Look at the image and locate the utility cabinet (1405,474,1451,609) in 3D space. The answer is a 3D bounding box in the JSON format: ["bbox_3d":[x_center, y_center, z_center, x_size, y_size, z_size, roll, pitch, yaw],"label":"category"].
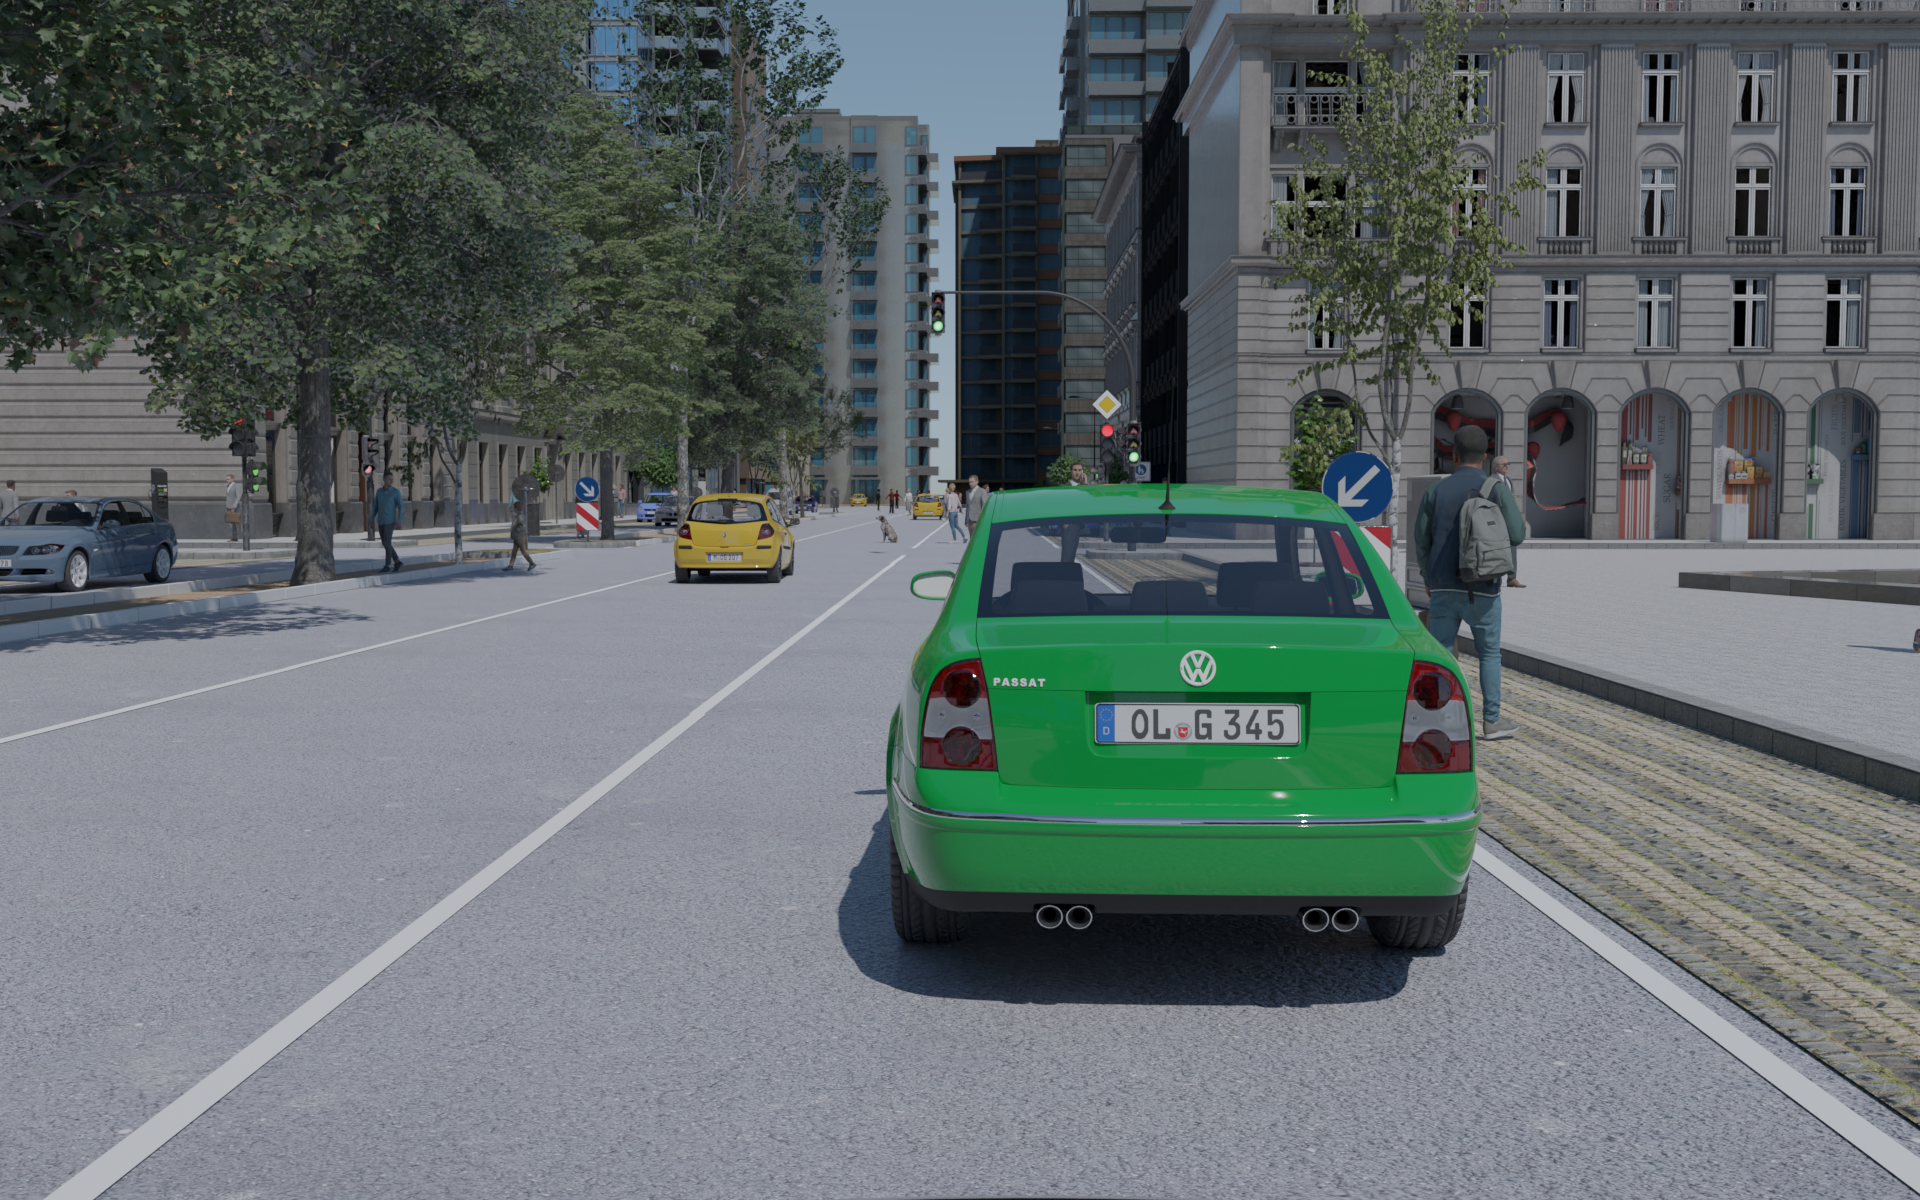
[{"bbox_3d":[5.274,-0.647,19.259,0.318,1.500,1.173,0,4,-3],"label":"utility cabinet"}]

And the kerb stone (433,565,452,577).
[{"bbox_3d":[-9.101,-0.483,30.142,0.120,0.150,1.000,0,4,1],"label":"kerb stone"}]

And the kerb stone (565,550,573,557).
[{"bbox_3d":[-8.980,-1.051,39.376,0.120,0.150,1.000,0,4,1],"label":"kerb stone"}]

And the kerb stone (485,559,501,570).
[{"bbox_3d":[-9.057,-0.674,33.224,0.120,0.150,1.000,0,4,1],"label":"kerb stone"}]

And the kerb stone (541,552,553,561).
[{"bbox_3d":[-9.006,-0.926,37.332,0.120,0.150,1.000,0,4,1],"label":"kerb stone"}]

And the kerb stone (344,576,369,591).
[{"bbox_3d":[-9.165,-0.235,26.039,0.120,0.150,1.000,0,4,1],"label":"kerb stone"}]

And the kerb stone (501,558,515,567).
[{"bbox_3d":[-9.046,-0.737,34.246,0.120,0.150,1.000,0,4,1],"label":"kerb stone"}]

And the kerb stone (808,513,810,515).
[{"bbox_3d":[-10.064,-5.538,112.746,0.120,0.150,1.000,0,4,1],"label":"kerb stone"}]

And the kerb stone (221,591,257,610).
[{"bbox_3d":[-9.214,0.015,21.948,0.120,0.150,1.000,0,4,1],"label":"kerb stone"}]

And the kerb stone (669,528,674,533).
[{"bbox_3d":[-10.744,-2.528,63.532,0.120,0.150,1.000,0,4,1],"label":"kerb stone"}]

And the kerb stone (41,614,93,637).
[{"bbox_3d":[-9.281,0.266,17.853,0.120,0.150,1.000,0,4,1],"label":"kerb stone"}]

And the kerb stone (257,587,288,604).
[{"bbox_3d":[-9.209,-0.047,22.971,0.120,0.150,1.000,0,4,1],"label":"kerb stone"}]

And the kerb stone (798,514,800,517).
[{"bbox_3d":[-10.143,-5.156,106.582,0.120,0.150,1.000,0,4,1],"label":"kerb stone"}]

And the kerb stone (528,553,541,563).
[{"bbox_3d":[-9.024,-0.863,36.299,0.120,0.150,1.000,0,4,1],"label":"kerb stone"}]

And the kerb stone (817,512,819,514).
[{"bbox_3d":[-9.976,-5.914,118.893,0.120,0.150,1.000,0,4,1],"label":"kerb stone"}]

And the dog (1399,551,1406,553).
[{"bbox_3d":[9.965,-1.224,37.754,0.550,0.427,0.748,-1,4,-16],"label":"dog"}]

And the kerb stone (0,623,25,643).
[{"bbox_3d":[-9.287,0.328,16.828,0.120,0.150,1.000,0,4,1],"label":"kerb stone"}]

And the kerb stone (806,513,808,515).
[{"bbox_3d":[-10.081,-5.476,111.721,0.120,0.150,1.000,0,4,1],"label":"kerb stone"}]

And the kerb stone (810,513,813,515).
[{"bbox_3d":[-10.030,-5.663,114.790,0.120,0.150,1.000,0,4,1],"label":"kerb stone"}]

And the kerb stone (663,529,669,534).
[{"bbox_3d":[-10.750,-2.465,62.505,0.120,0.150,1.000,0,4,1],"label":"kerb stone"}]

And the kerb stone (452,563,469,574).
[{"bbox_3d":[-9.096,-0.549,31.175,0.120,0.150,1.000,0,4,1],"label":"kerb stone"}]

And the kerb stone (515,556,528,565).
[{"bbox_3d":[-9.035,-0.798,35.277,0.120,0.150,1.000,0,4,1],"label":"kerb stone"}]

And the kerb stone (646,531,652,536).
[{"bbox_3d":[-10.802,-2.278,59.435,0.120,0.150,1.000,0,4,1],"label":"kerb stone"}]

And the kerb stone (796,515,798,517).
[{"bbox_3d":[-10.160,-5.091,105.554,0.120,0.150,1.000,0,4,1],"label":"kerb stone"}]

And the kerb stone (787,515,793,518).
[{"bbox_3d":[-10.185,-4.973,103.504,0.120,0.150,1.000,0,4,1],"label":"kerb stone"}]

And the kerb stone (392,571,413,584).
[{"bbox_3d":[-9.139,-0.353,28.099,0.120,0.150,1.000,0,4,1],"label":"kerb stone"}]

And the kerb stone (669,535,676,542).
[{"bbox_3d":[-8.800,-1.837,52.224,0.120,0.150,1.000,0,4,1],"label":"kerb stone"}]

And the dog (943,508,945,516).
[{"bbox_3d":[-1.239,-5.782,113.827,0.406,0.507,0.540,3,5,40],"label":"dog"}]

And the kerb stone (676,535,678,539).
[{"bbox_3d":[-8.787,-1.894,53.252,0.120,0.150,1.000,0,4,1],"label":"kerb stone"}]

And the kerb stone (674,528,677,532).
[{"bbox_3d":[-10.734,-2.588,64.555,0.120,0.150,1.000,0,4,1],"label":"kerb stone"}]

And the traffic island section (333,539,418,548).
[{"bbox_3d":[-16.057,-1.524,47.193,2.009,0.180,2.903,0,4,1],"label":"traffic island section"}]

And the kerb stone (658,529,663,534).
[{"bbox_3d":[-10.771,-2.403,61.479,0.120,0.150,1.000,0,4,1],"label":"kerb stone"}]

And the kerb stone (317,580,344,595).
[{"bbox_3d":[-9.176,-0.173,25.017,0.120,0.150,1.000,0,4,1],"label":"kerb stone"}]

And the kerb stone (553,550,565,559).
[{"bbox_3d":[-8.987,-0.988,38.354,0.120,0.150,1.000,0,4,1],"label":"kerb stone"}]

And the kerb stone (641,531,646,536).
[{"bbox_3d":[-10.818,-2.214,58.413,0.120,0.150,1.000,0,4,1],"label":"kerb stone"}]

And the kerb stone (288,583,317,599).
[{"bbox_3d":[-9.192,-0.107,23.993,0.120,0.150,1.000,0,4,1],"label":"kerb stone"}]

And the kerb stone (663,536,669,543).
[{"bbox_3d":[-8.817,-1.768,51.199,0.120,0.150,1.000,0,4,1],"label":"kerb stone"}]

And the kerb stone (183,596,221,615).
[{"bbox_3d":[-9.235,0.078,20.925,0.120,0.150,1.000,0,4,1],"label":"kerb stone"}]

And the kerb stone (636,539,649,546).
[{"bbox_3d":[-8.866,-1.586,48.132,0.120,0.150,1.000,0,4,1],"label":"kerb stone"}]

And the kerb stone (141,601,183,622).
[{"bbox_3d":[-9.251,0.141,19.898,0.120,0.150,1.000,0,4,1],"label":"kerb stone"}]

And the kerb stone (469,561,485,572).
[{"bbox_3d":[-9.084,-0.612,32.200,0.120,0.150,1.000,0,4,1],"label":"kerb stone"}]

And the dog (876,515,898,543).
[{"bbox_3d":[-2.049,-2.079,50.823,0.513,0.831,0.800,-2,4,-35],"label":"dog"}]

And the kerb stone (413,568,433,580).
[{"bbox_3d":[-9.122,-0.420,29.120,0.120,0.150,1.000,0,4,1],"label":"kerb stone"}]

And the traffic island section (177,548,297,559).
[{"bbox_3d":[-16.167,-1.035,39.208,2.009,0.180,2.903,0,4,1],"label":"traffic island section"}]

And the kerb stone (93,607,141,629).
[{"bbox_3d":[-9.260,0.206,18.875,0.120,0.150,1.000,0,4,1],"label":"kerb stone"}]

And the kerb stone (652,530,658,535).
[{"bbox_3d":[-10.783,-2.338,60.457,0.120,0.150,1.000,0,4,1],"label":"kerb stone"}]

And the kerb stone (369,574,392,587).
[{"bbox_3d":[-9.149,-0.298,27.072,0.120,0.150,1.000,0,4,1],"label":"kerb stone"}]

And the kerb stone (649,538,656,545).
[{"bbox_3d":[-8.846,-1.644,49.155,0.120,0.150,1.000,0,4,1],"label":"kerb stone"}]

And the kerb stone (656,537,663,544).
[{"bbox_3d":[-8.822,-1.709,50.176,0.120,0.150,1.000,0,4,1],"label":"kerb stone"}]
